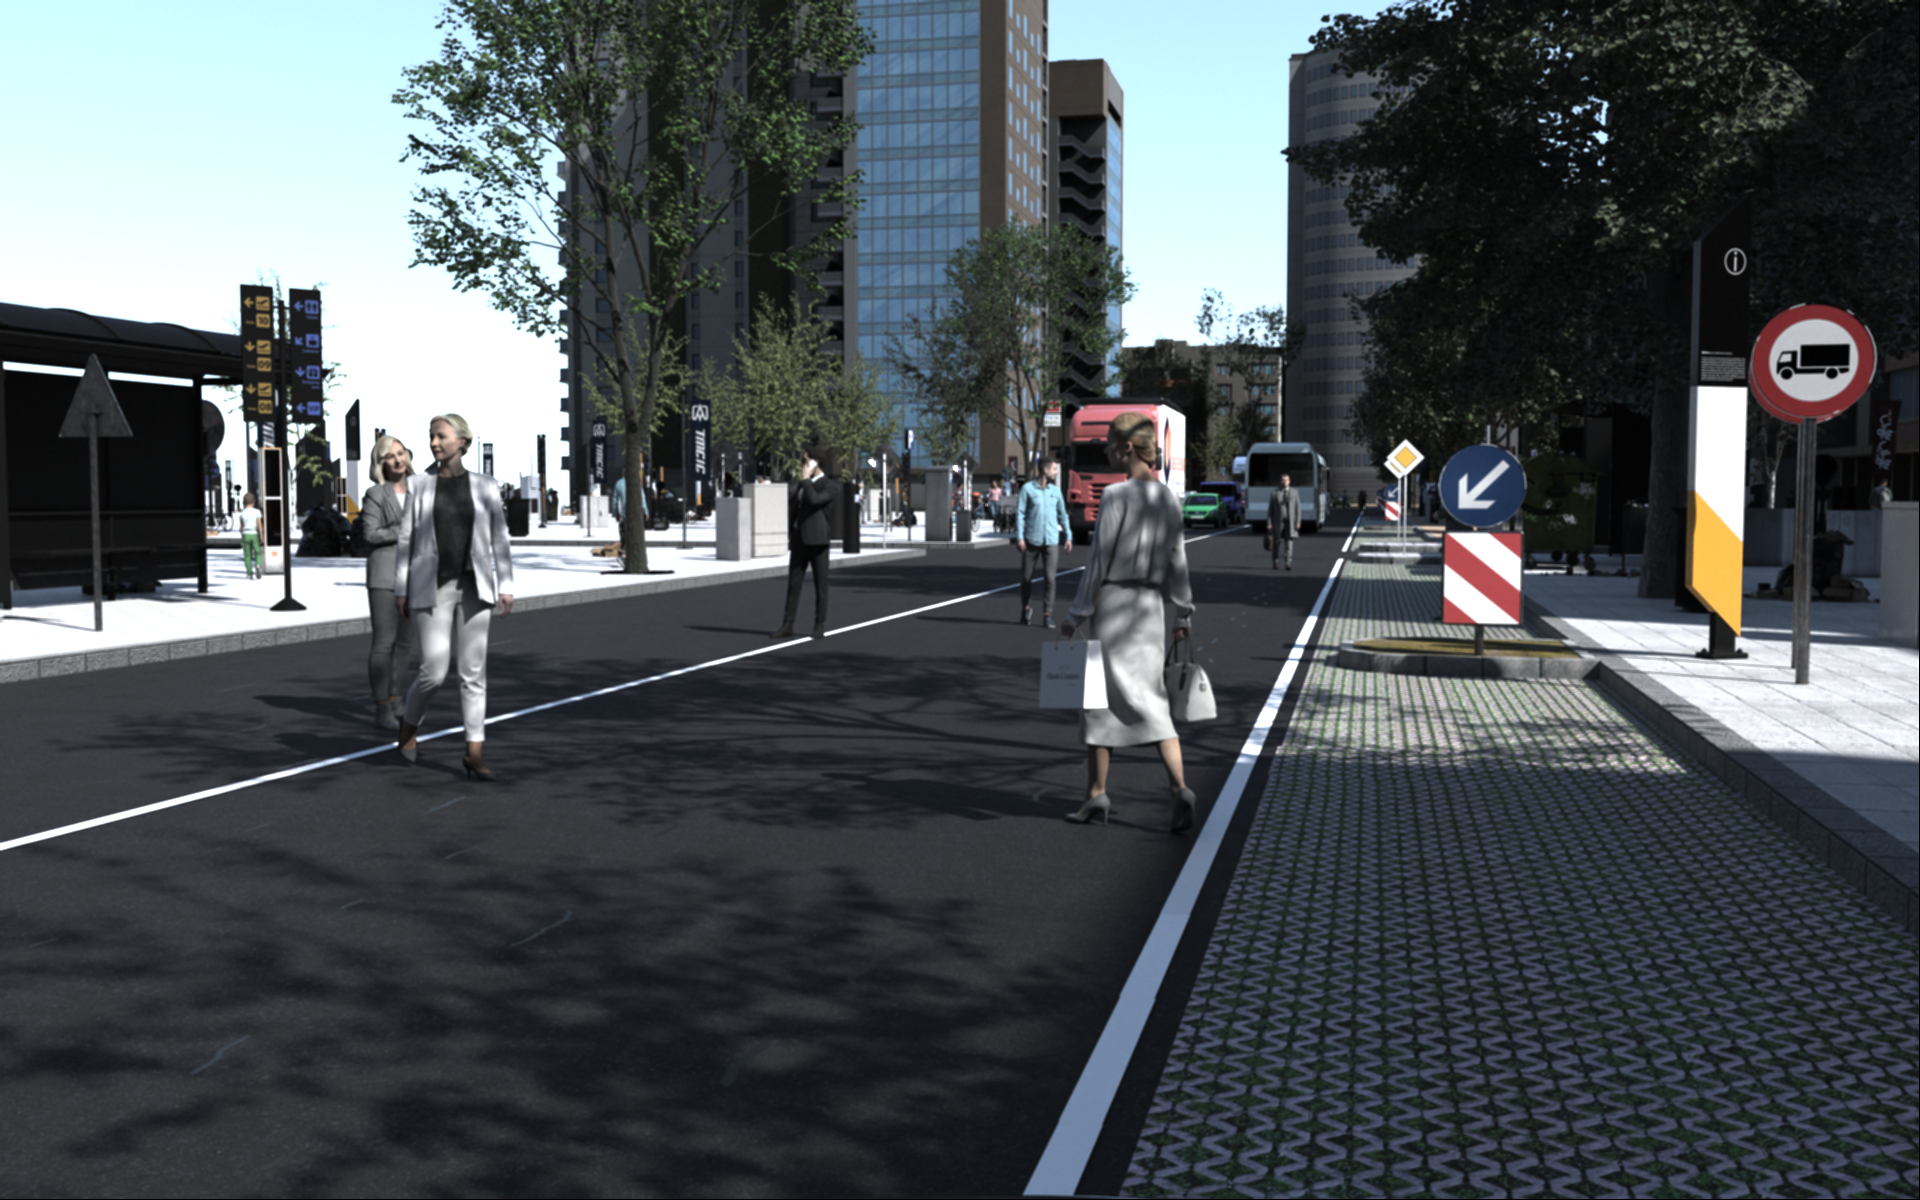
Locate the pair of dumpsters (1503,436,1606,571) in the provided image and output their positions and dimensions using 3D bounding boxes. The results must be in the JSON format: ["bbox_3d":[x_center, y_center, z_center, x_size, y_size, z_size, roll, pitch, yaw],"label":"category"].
[{"bbox_3d":[10.489,-1.743,30.992,1.574,2.255,4.437,1,4,13],"label":"pair of dumpsters"}]

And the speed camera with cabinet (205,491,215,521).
[{"bbox_3d":[-36.853,-5.423,83.006,2.038,3.252,0.660,0,4,2],"label":"speed camera with cabinet"}]

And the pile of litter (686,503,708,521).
[{"bbox_3d":[-12.832,-4.292,84.138,1.176,0.858,1.719,-1,4,-9],"label":"pile of litter"}]

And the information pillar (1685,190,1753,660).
[{"bbox_3d":[5.876,-1.348,13.401,0.504,3.616,0.183,-1,4,-18],"label":"information pillar"}]

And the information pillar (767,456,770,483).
[{"bbox_3d":[-11.797,-7.026,106.223,0.183,3.616,0.504,2,4,33],"label":"information pillar"}]

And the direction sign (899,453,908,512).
[{"bbox_3d":[-3.013,-6.312,95.199,0.379,3.537,0.876,-2,4,-24],"label":"direction sign"}]

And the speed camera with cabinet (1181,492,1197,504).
[{"bbox_3d":[14.684,-7.313,113.899,0.660,3.252,2.038,-2,4,-35],"label":"speed camera with cabinet"}]

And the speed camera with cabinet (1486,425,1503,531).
[{"bbox_3d":[15.546,-3.425,50.336,2.038,3.252,0.660,-3,5,-40],"label":"speed camera with cabinet"}]

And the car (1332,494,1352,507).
[{"bbox_3d":[41.071,-10.682,186.440,2.131,1.459,4.920,1,4,15],"label":"car"}]

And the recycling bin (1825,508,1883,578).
[{"bbox_3d":[13.992,-0.878,26.917,0.722,1.027,0.722,0,4,-8],"label":"recycling bin"}]

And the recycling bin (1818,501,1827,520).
[{"bbox_3d":[29.899,-2.951,60.804,0.722,1.027,0.722,0,4,-5],"label":"recycling bin"}]

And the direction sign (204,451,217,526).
[{"bbox_3d":[-30.612,-4.819,70.794,0.379,3.537,0.876,0,4,8],"label":"direction sign"}]

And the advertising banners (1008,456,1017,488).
[{"bbox_3d":[3.053,-5.088,79.369,2.074,3.025,0.090,3,4,36],"label":"advertising banners"}]

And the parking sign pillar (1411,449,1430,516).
[{"bbox_3d":[27.219,-6.912,101.475,1.447,3.967,1.447,1,4,9],"label":"parking sign pillar"}]

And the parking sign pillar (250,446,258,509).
[{"bbox_3d":[-38.690,-6.564,95.799,1.447,3.967,1.447,2,4,31],"label":"parking sign pillar"}]

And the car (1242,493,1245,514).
[{"bbox_3d":[17.933,-6.217,110.694,2.155,1.783,4.494,1,4,12],"label":"car"}]

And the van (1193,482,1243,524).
[{"bbox_3d":[12.537,-4.849,83.663,2.240,2.365,5.245,1,4,13],"label":"van"}]

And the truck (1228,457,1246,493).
[{"bbox_3d":[22.138,-8.599,130.344,2.967,4.110,18.799,1,4,12],"label":"truck"}]

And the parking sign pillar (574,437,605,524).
[{"bbox_3d":[-16.091,-5.318,75.419,1.447,3.967,1.447,2,4,29],"label":"parking sign pillar"}]

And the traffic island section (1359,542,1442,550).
[{"bbox_3d":[11.236,-1.343,44.236,2.009,0.180,2.903,1,4,13],"label":"traffic island section"}]

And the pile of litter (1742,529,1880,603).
[{"bbox_3d":[10.432,-0.427,20.943,1.176,0.858,1.719,-2,4,-34],"label":"pile of litter"}]

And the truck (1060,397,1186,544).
[{"bbox_3d":[5.133,-3.886,52.446,2.839,4.237,11.283,1,4,12],"label":"truck"}]

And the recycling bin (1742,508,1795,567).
[{"bbox_3d":[14.482,-1.132,31.056,0.722,1.027,0.722,3,5,41],"label":"recycling bin"}]

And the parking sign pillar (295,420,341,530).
[{"bbox_3d":[-23.522,-4.561,63.042,1.447,3.967,1.447,1,4,21],"label":"parking sign pillar"}]

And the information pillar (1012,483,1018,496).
[{"bbox_3d":[3.738,-6.926,117.734,0.304,2.012,0.304,3,5,44],"label":"information pillar"}]

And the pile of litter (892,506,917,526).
[{"bbox_3d":[-2.351,-3.493,71.077,1.176,0.858,1.719,2,4,28],"label":"pile of litter"}]

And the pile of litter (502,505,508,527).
[{"bbox_3d":[-17.854,-3.314,68.141,1.719,0.858,1.176,2,4,30],"label":"pile of litter"}]

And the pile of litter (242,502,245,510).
[{"bbox_3d":[-49.282,-6.489,120.053,1.176,0.858,1.719,-3,4,-37],"label":"pile of litter"}]

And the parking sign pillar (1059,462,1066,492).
[{"bbox_3d":[6.590,-7.254,107.073,1.447,3.967,1.447,1,4,8],"label":"parking sign pillar"}]

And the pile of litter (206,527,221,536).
[{"bbox_3d":[-23.257,-2.385,52.959,1.176,0.858,1.719,-1,4,-14],"label":"pile of litter"}]

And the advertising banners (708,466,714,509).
[{"bbox_3d":[-14.787,-6.747,106.499,2.074,3.025,0.090,3,4,37],"label":"advertising banners"}]

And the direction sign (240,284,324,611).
[{"bbox_3d":[-7.425,-1.654,19.044,0.876,3.537,0.379,-3,5,-43],"label":"direction sign"}]

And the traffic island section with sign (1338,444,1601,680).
[{"bbox_3d":[4.181,-0.354,14.410,1.989,1.847,2.006,1,4,13],"label":"traffic island section with sign"}]

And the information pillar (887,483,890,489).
[{"bbox_3d":[-4.901,-6.868,116.779,0.304,2.012,0.304,1,4,20],"label":"information pillar"}]

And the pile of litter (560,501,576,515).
[{"bbox_3d":[-23.616,-5.553,104.754,1.176,0.858,1.719,0,4,-7],"label":"pile of litter"}]

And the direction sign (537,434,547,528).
[{"bbox_3d":[-15.817,-4.494,65.476,0.379,3.537,0.876,-2,4,-32],"label":"direction sign"}]

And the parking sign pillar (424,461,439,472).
[{"bbox_3d":[-40.392,-8.785,132.103,1.447,3.967,1.447,2,4,33],"label":"parking sign pillar"}]

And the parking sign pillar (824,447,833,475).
[{"bbox_3d":[-7.862,-6.693,97.902,1.447,3.967,1.447,-1,4,-13],"label":"parking sign pillar"}]

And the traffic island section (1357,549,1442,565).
[{"bbox_3d":[9.393,-0.868,36.465,2.009,0.180,2.903,1,4,13],"label":"traffic island section"}]

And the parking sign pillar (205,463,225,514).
[{"bbox_3d":[-44.563,-7.005,103.007,1.447,3.967,1.447,2,4,25],"label":"parking sign pillar"}]

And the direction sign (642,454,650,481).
[{"bbox_3d":[-17.698,-6.431,97.150,0.876,3.537,0.379,2,4,33],"label":"direction sign"}]

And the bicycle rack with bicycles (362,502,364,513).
[{"bbox_3d":[-30.532,-4.647,89.359,2.852,0.926,2.925,-2,4,-33],"label":"bicycle rack with bicycles"}]

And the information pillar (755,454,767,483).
[{"bbox_3d":[-11.732,-6.730,101.389,0.504,3.616,0.183,-2,4,-32],"label":"information pillar"}]

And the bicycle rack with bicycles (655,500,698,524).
[{"bbox_3d":[-12.752,-3.764,74.918,2.925,0.926,2.852,0,4,7],"label":"bicycle rack with bicycles"}]

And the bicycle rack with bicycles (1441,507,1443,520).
[{"bbox_3d":[24.956,-4.417,85.598,2.852,0.926,2.925,0,4,6],"label":"bicycle rack with bicycles"}]

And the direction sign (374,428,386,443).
[{"bbox_3d":[-19.908,-4.133,59.577,0.379,3.537,0.876,0,4,5],"label":"direction sign"}]

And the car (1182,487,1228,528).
[{"bbox_3d":[10.338,-3.967,73.659,1.959,1.807,4.718,1,4,14],"label":"car"}]

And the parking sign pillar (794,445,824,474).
[{"bbox_3d":[-8.608,-6.512,94.948,1.447,3.967,1.447,2,4,27],"label":"parking sign pillar"}]

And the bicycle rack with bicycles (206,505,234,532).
[{"bbox_3d":[-25.856,-2.751,58.355,2.852,0.926,2.925,2,4,35],"label":"bicycle rack with bicycles"}]

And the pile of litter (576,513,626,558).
[{"bbox_3d":[-7.067,-1.329,35.695,1.176,0.858,1.719,0,4,2],"label":"pile of litter"}]

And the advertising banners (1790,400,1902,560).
[{"bbox_3d":[16.862,-2.254,33.037,0.090,3.025,2.074,-2,4,-35],"label":"advertising banners"}]

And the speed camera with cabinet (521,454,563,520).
[{"bbox_3d":[-20.799,-5.595,85.811,0.660,3.252,2.038,2,4,34],"label":"speed camera with cabinet"}]

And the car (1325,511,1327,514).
[{"bbox_3d":[26.419,-7.145,128.613,2.131,1.459,4.920,1,4,13],"label":"car"}]

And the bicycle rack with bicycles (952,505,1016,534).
[{"bbox_3d":[0.952,-2.707,57.641,2.852,0.926,2.925,1,4,18],"label":"bicycle rack with bicycles"}]

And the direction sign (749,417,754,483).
[{"bbox_3d":[-6.183,-3.633,51.390,0.379,3.537,0.876,-1,4,-15],"label":"direction sign"}]
